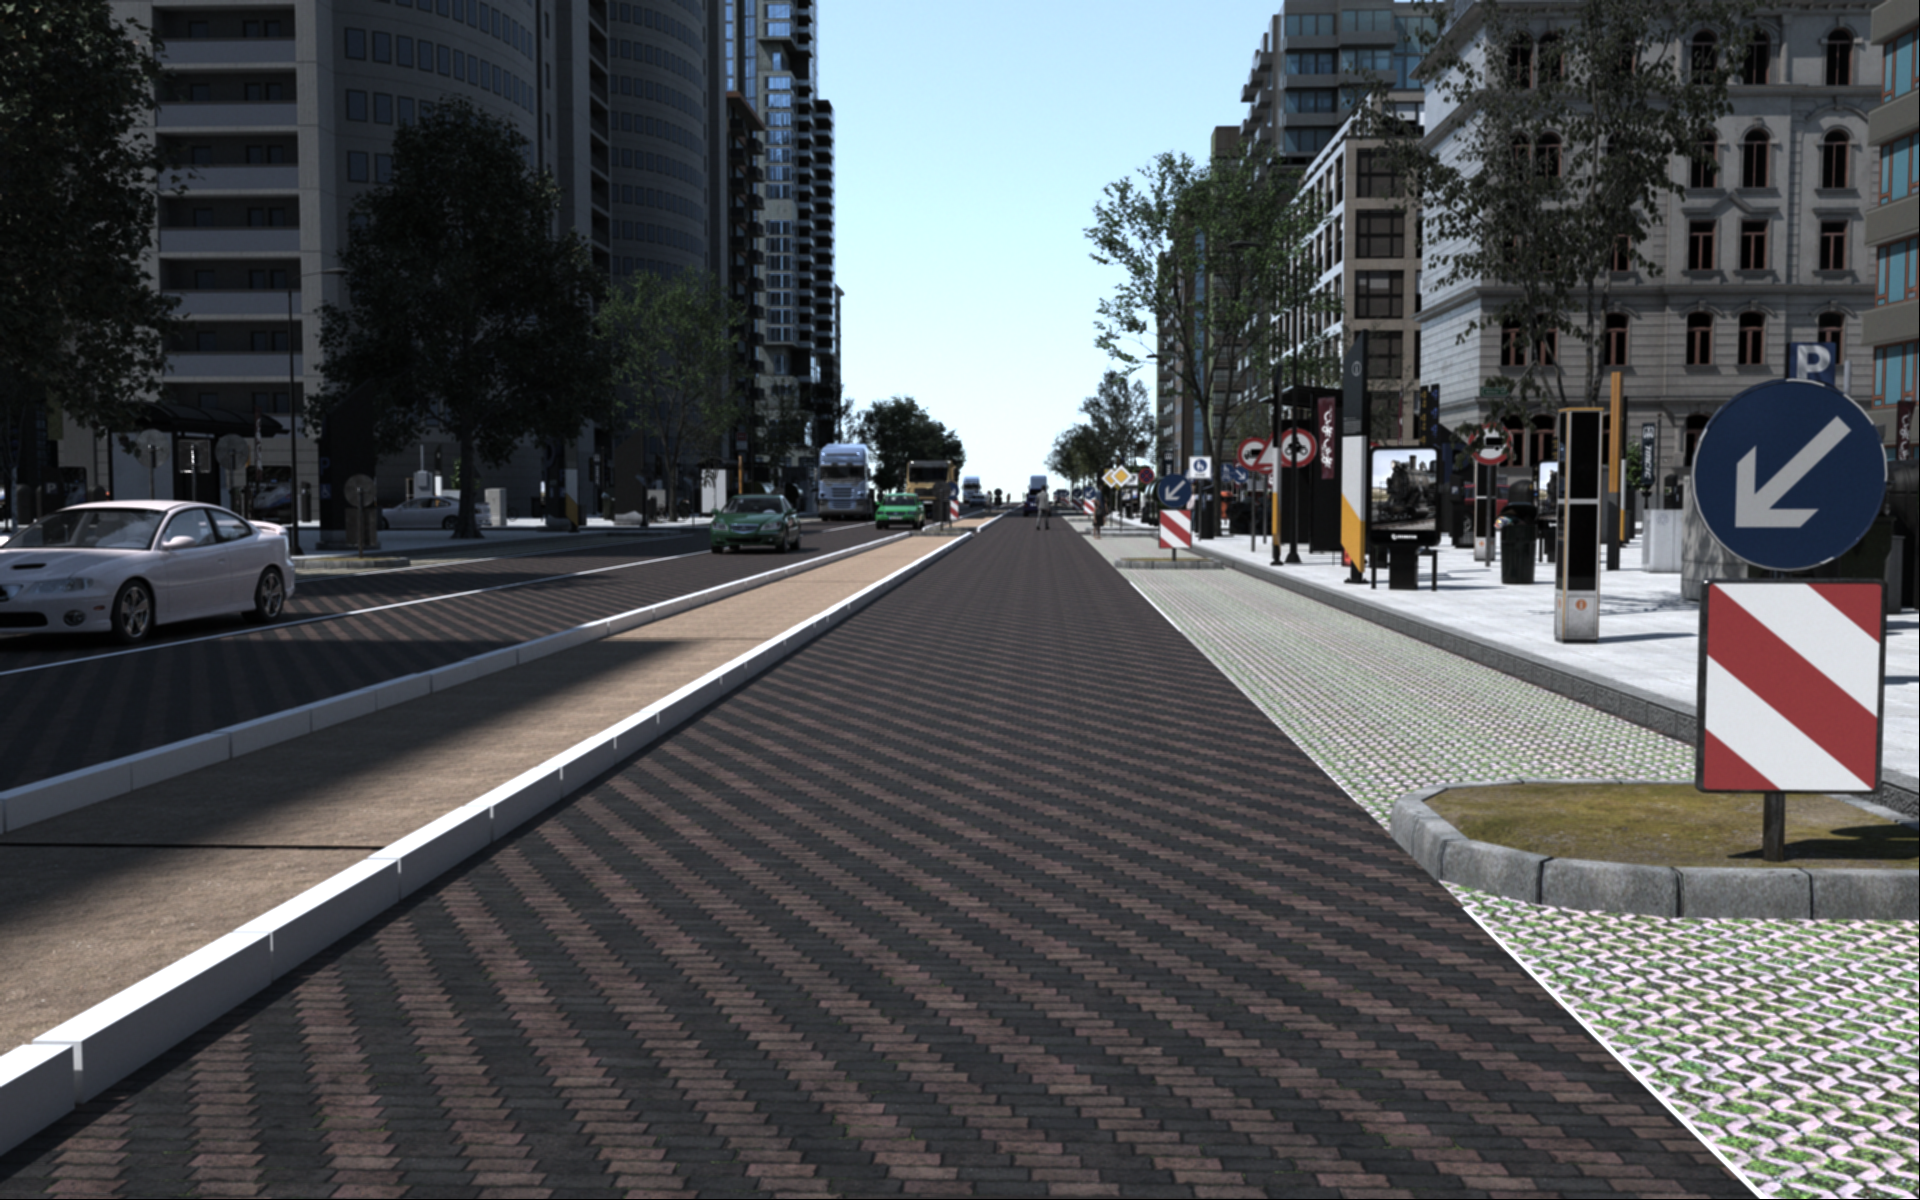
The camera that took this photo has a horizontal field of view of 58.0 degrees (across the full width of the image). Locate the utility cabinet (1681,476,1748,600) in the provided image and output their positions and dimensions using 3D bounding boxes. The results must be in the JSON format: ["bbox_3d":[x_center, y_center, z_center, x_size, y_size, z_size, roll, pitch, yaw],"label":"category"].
[{"bbox_3d":[8.935,-0.722,20.483,0.318,1.500,1.173,0,4,1],"label":"utility cabinet"}]

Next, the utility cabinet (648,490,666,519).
[{"bbox_3d":[-15.673,-4.887,88.589,1.173,1.500,0.318,-1,4,-17],"label":"utility cabinet"}]

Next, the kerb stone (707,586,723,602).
[{"bbox_3d":[-3.346,-0.057,23.122,0.120,0.150,1.000,0,4,3],"label":"kerb stone"}]

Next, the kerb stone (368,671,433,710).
[{"bbox_3d":[-3.870,0.631,11.883,0.120,0.150,1.000,0,4,3],"label":"kerb stone"}]

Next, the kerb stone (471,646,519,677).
[{"bbox_3d":[-3.774,0.508,13.927,0.120,0.150,1.000,0,4,3],"label":"kerb stone"}]

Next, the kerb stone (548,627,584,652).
[{"bbox_3d":[-3.681,0.386,15.970,0.120,0.150,1.000,0,4,3],"label":"kerb stone"}]

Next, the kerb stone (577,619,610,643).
[{"bbox_3d":[-3.641,0.318,16.991,0.120,0.150,1.000,0,4,3],"label":"kerb stone"}]

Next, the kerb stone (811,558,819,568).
[{"bbox_3d":[-2.889,-0.683,33.369,0.120,0.150,1.000,0,4,3],"label":"kerb stone"}]

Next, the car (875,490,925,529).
[{"bbox_3d":[-2.443,-3.839,71.557,1.959,1.807,4.718,0,4,3],"label":"car"}]

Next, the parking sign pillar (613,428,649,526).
[{"bbox_3d":[-13.411,-5.022,70.585,1.447,3.967,1.447,1,4,18],"label":"parking sign pillar"}]

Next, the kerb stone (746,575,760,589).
[{"bbox_3d":[-3.210,-0.244,26.198,0.120,0.150,1.000,0,4,3],"label":"kerb stone"}]

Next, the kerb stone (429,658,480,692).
[{"bbox_3d":[-3.815,0.577,12.906,0.120,0.150,1.000,0,4,3],"label":"kerb stone"}]

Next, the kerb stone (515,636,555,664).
[{"bbox_3d":[-3.719,0.449,14.948,0.120,0.150,1.000,0,4,3],"label":"kerb stone"}]

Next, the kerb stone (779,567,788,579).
[{"bbox_3d":[-3.079,-0.430,29.271,0.120,0.150,1.000,0,4,3],"label":"kerb stone"}]

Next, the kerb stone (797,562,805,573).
[{"bbox_3d":[-2.981,-0.558,31.325,0.120,0.150,1.000,0,4,3],"label":"kerb stone"}]

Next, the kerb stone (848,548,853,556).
[{"bbox_3d":[-2.610,-1.058,39.500,0.120,0.150,1.000,0,4,3],"label":"kerb stone"}]

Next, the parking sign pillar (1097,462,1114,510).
[{"bbox_3d":[11.706,-9.227,139.330,1.447,3.967,1.447,0,4,7],"label":"parking sign pillar"}]

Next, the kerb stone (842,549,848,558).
[{"bbox_3d":[-2.650,-0.996,38.479,0.120,0.150,1.000,0,4,3],"label":"kerb stone"}]

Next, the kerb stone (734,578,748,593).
[{"bbox_3d":[-3.262,-0.182,25.170,0.120,0.150,1.000,0,4,3],"label":"kerb stone"}]

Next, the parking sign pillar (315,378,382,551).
[{"bbox_3d":[-14.114,-3.143,39.858,1.447,3.967,1.447,2,4,27],"label":"parking sign pillar"}]

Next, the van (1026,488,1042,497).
[{"bbox_3d":[8.286,-11.176,187.109,2.240,2.365,5.245,0,4,2],"label":"van"}]

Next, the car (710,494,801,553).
[{"bbox_3d":[-5.069,-1.927,43.300,2.131,1.459,4.920,0,4,1],"label":"car"}]

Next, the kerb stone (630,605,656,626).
[{"bbox_3d":[-3.542,0.193,19.036,0.120,0.150,1.000,0,4,3],"label":"kerb stone"}]

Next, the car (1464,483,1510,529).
[{"bbox_3d":[19.251,-3.251,61.832,5.304,1.827,2.281,0,4,3],"label":"car"}]

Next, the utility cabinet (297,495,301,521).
[{"bbox_3d":[-31.895,-4.405,83.177,0.306,1.237,1.020,-2,4,-31],"label":"utility cabinet"}]

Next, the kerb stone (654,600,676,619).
[{"bbox_3d":[-3.488,0.131,20.059,0.120,0.150,1.000,0,4,3],"label":"kerb stone"}]

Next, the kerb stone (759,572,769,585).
[{"bbox_3d":[-3.173,-0.305,27.220,0.120,0.150,1.000,0,4,3],"label":"kerb stone"}]

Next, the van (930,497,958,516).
[{"bbox_3d":[-1.101,-6.596,114.850,2.013,2.044,4.112,0,4,2],"label":"van"}]

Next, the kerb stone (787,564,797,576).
[{"bbox_3d":[-3.020,-0.496,30.304,0.120,0.150,1.000,0,4,3],"label":"kerb stone"}]

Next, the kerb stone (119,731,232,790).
[{"bbox_3d":[-4.012,0.822,8.815,0.120,0.150,1.000,0,4,3],"label":"kerb stone"}]

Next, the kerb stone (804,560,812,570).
[{"bbox_3d":[-2.931,-0.620,32.348,0.120,0.150,1.000,0,4,3],"label":"kerb stone"}]

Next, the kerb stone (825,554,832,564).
[{"bbox_3d":[-2.795,-0.807,35.412,0.120,0.150,1.000,0,4,3],"label":"kerb stone"}]

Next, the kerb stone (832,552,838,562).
[{"bbox_3d":[-2.744,-0.871,36.436,0.120,0.150,1.000,0,4,3],"label":"kerb stone"}]

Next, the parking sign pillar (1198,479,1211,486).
[{"bbox_3d":[15.439,-7.279,107.484,1.447,3.967,1.447,0,4,-6],"label":"parking sign pillar"}]

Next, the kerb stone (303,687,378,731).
[{"bbox_3d":[-3.914,0.694,10.859,0.120,0.150,1.000,0,4,3],"label":"kerb stone"}]

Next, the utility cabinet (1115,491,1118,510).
[{"bbox_3d":[12.789,-8.101,141.127,0.318,1.500,1.173,-1,4,-15],"label":"utility cabinet"}]

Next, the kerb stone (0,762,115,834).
[{"bbox_3d":[-4.052,0.881,7.793,0.120,0.150,1.000,0,4,3],"label":"kerb stone"}]

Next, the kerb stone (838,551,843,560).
[{"bbox_3d":[-2.701,-0.933,37.458,0.120,0.150,1.000,0,4,3],"label":"kerb stone"}]

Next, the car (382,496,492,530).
[{"bbox_3d":[-20.020,-3.214,64.904,4.827,1.381,2.083,0,4,4],"label":"car"}]

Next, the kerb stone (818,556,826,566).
[{"bbox_3d":[-2.838,-0.746,34.390,0.120,0.150,1.000,0,4,3],"label":"kerb stone"}]

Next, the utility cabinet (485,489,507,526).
[{"bbox_3d":[-18.595,-3.711,69.349,0.318,1.500,1.173,-3,5,-44],"label":"utility cabinet"}]

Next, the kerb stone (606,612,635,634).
[{"bbox_3d":[-3.584,0.256,18.013,0.120,0.150,1.000,0,4,3],"label":"kerb stone"}]

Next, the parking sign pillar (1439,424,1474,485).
[{"bbox_3d":[18.969,-4.757,66.256,1.447,3.967,1.447,-1,4,-10],"label":"parking sign pillar"}]

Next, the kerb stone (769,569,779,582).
[{"bbox_3d":[-3.121,-0.370,28.250,0.120,0.150,1.000,0,4,3],"label":"kerb stone"}]

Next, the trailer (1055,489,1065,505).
[{"bbox_3d":[12.036,-12.232,207.043,1.471,1.999,3.904,0,4,1],"label":"trailer"}]

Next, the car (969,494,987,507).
[{"bbox_3d":[1.973,-10.808,188.705,2.014,1.417,4.499,0,4,3],"label":"car"}]

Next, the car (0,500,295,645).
[{"bbox_3d":[-8.658,-0.344,17.989,2.083,1.381,4.827,0,4,4],"label":"car"}]

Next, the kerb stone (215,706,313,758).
[{"bbox_3d":[-3.960,0.756,9.838,0.120,0.150,1.000,0,4,3],"label":"kerb stone"}]

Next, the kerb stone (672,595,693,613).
[{"bbox_3d":[-3.443,0.068,21.080,0.120,0.150,1.000,0,4,3],"label":"kerb stone"}]

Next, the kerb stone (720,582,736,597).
[{"bbox_3d":[-3.307,-0.119,24.146,0.120,0.150,1.000,0,4,3],"label":"kerb stone"}]

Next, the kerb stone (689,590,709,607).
[{"bbox_3d":[-3.396,0.006,22.101,0.120,0.150,1.000,0,4,3],"label":"kerb stone"}]

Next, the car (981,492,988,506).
[{"bbox_3d":[2.486,-11.762,202.532,2.015,1.641,3.980,0,4,2],"label":"car"}]

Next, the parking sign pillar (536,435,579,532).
[{"bbox_3d":[-13.822,-4.338,59.398,1.447,3.967,1.447,-2,4,-33],"label":"parking sign pillar"}]

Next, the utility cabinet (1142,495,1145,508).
[{"bbox_3d":[9.221,-4.391,82.955,1.020,1.237,0.306,3,4,39],"label":"utility cabinet"}]

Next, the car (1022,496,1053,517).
[{"bbox_3d":[4.928,-5.970,110.185,1.945,1.354,3.894,0,4,4],"label":"car"}]
